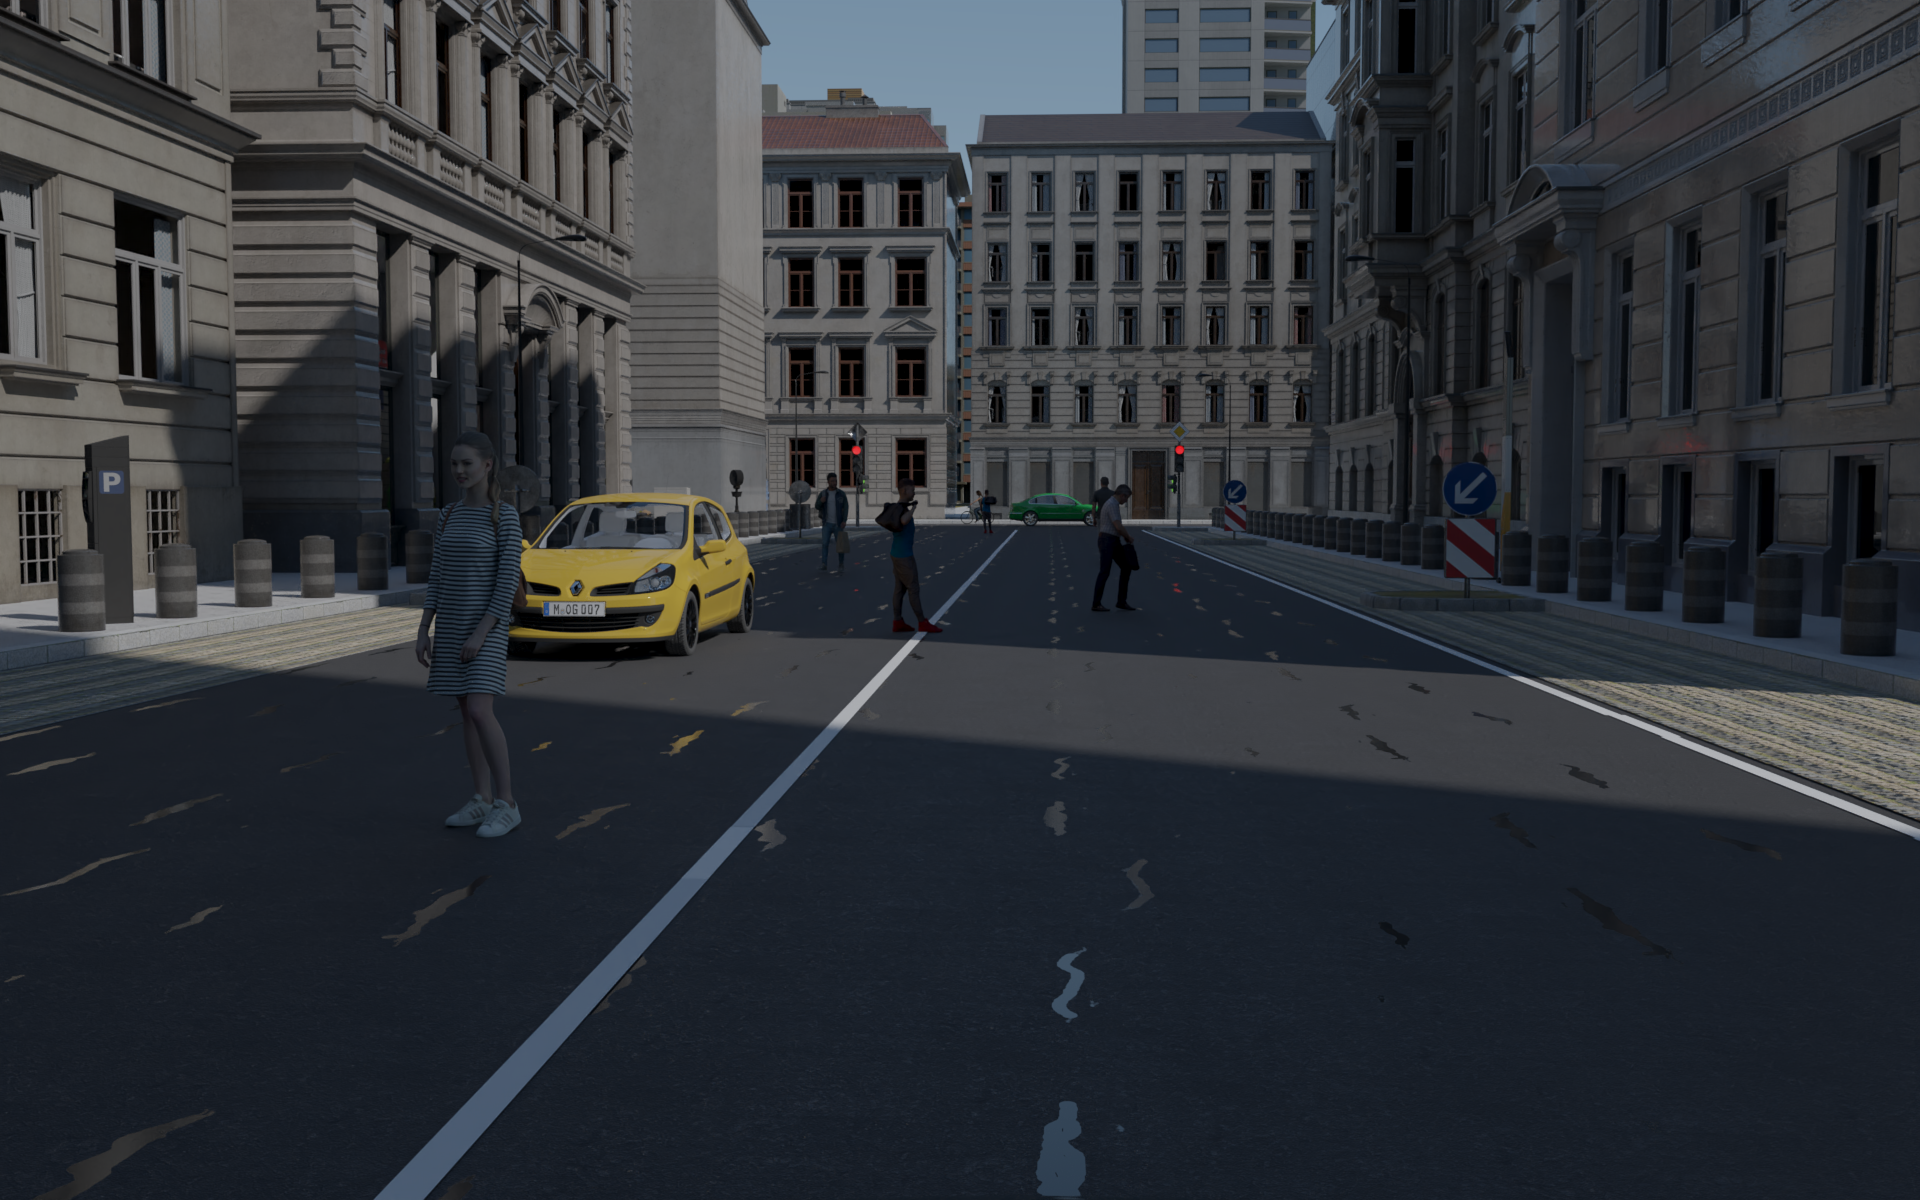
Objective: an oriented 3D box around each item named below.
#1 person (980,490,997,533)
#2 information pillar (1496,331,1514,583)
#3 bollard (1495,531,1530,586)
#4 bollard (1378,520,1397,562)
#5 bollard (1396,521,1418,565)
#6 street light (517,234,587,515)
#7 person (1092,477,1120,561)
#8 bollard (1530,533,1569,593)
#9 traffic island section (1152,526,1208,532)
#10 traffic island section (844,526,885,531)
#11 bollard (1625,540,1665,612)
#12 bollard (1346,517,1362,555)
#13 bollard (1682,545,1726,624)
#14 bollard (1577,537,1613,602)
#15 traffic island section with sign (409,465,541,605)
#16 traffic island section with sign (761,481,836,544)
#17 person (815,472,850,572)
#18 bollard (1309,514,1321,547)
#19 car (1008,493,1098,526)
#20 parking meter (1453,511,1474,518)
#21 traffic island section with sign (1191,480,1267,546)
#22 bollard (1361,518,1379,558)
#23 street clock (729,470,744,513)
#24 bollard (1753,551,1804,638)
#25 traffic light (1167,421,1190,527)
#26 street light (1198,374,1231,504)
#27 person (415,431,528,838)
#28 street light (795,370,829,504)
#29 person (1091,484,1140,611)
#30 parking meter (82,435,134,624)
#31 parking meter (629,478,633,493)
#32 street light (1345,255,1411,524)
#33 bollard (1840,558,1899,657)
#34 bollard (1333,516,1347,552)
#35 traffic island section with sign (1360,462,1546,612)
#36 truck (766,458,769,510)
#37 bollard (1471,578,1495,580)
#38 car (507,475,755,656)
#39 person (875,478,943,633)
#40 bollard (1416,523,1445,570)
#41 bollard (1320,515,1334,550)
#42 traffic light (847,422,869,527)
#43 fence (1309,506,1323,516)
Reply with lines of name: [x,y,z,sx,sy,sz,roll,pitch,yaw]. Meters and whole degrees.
person: [1.052,-3.235,63.257,0.647,1.594,0.662,0,4,3]
information pillar: [7.834,-2.047,24.817,0.183,3.616,0.504,1,4,12]
bollard: [7.808,-0.586,24.296,0.404,0.777,0.398,0,3,0]
bollard: [8.262,-1.121,33.052,0.404,0.777,0.398,0,3,0]
bollard: [8.174,-1.015,31.310,0.404,0.777,0.398,0,3,0]
street light: [-7.371,-3.586,31.164,1.470,5.913,1.316,0,4,3]
person: [3.150,-1.749,37.229,0.598,1.807,0.434,1,4,18]
bollard: [7.718,-0.479,22.554,0.404,0.777,0.398,0,3,0]
traffic island section: [8.496,-2.742,67.119,2.009,0.180,2.903,0,4,3]
traffic island section: [-4.028,-2.782,67.771,2.009,0.180,2.903,0,4,3]
bollard: [7.538,-0.266,19.070,0.404,0.777,0.398,0,3,0]
bollard: [8.449,-1.335,36.550,0.404,0.777,0.398,0,3,0]
bollard: [7.445,-0.160,17.330,0.404,0.777,0.398,0,3,0]
bollard: [7.628,-0.373,20.814,0.404,0.777,0.398,0,3,0]
traffic island section with sign: [-6.019,-0.883,23.060,1.989,1.847,2.006,0,4,3]
traffic island section with sign: [-4.617,-2.529,49.978,1.989,1.847,2.006,0,4,3]
person: [-2.277,-1.411,31.557,0.794,1.824,0.713,1,4,22]
bollard: [8.717,-1.655,41.783,0.404,0.777,0.398,0,3,0]
car: [4.508,-4.230,77.962,4.718,1.807,1.959,0,4,1]
parking meter: [8.280,-1.223,28.409,0.372,1.533,0.369,0,3,0]
traffic island section with sign: [7.570,-2.462,48.877,1.989,1.847,2.006,0,4,3]
bollard: [8.352,-1.228,34.792,0.404,0.777,0.398,0,3,0]
street clock: [-6.648,-2.875,51.581,0.358,2.002,0.471,-3,4,-38]
bollard: [7.360,-0.053,15.582,0.404,0.777,0.398,0,3,0]
traffic light: [8.457,-4.776,67.007,0.839,4.253,0.868,0,4,3]
street light: [9.876,-5.772,66.921,1.470,5.913,1.316,0,4,3]
person: [-2.086,0.123,7.487,0.512,1.701,0.522,2,4,23]
street light: [-5.624,-5.668,65.215,1.470,5.913,1.316,0,4,3]
person: [1.913,-0.646,21.271,0.590,1.554,0.614,0,4,7]
parking meter: [-8.440,-0.699,17.148,0.399,1.863,0.255,-3,5,-41]
parking meter: [-9.999,-2.838,52.113,0.255,1.863,0.399,0,4,-1]
street light: [8.179,-3.746,33.791,1.470,5.913,1.316,0,4,3]
bollard: [7.265,0.054,13.840,0.404,0.777,0.398,0,3,0]
bollard: [8.532,-1.442,38.294,0.404,0.777,0.398,0,3,0]
traffic island section with sign: [6.166,-0.815,21.958,1.989,1.847,2.006,0,4,3]
truck: [-17.358,-5.388,77.851,18.799,4.110,2.967,0,4,4]
bollard: [7.900,-0.694,26.057,0.404,0.777,0.398,0,3,0]
car: [-3.118,-0.389,16.584,2.015,1.641,3.980,0,4,4]
person: [-0.532,-0.461,17.908,0.662,1.594,0.647,-1,4,-17]
bollard: [8.082,-0.908,29.562,0.404,0.777,0.398,0,3,0]
bollard: [8.627,-1.548,40.034,0.404,0.777,0.398,0,3,0]
traffic light: [-3.989,-4.814,67.635,0.839,4.253,0.868,0,4,3]
fence: [17.240,-4.198,84.006,0.278,0.683,2.069,0,4,-7]
